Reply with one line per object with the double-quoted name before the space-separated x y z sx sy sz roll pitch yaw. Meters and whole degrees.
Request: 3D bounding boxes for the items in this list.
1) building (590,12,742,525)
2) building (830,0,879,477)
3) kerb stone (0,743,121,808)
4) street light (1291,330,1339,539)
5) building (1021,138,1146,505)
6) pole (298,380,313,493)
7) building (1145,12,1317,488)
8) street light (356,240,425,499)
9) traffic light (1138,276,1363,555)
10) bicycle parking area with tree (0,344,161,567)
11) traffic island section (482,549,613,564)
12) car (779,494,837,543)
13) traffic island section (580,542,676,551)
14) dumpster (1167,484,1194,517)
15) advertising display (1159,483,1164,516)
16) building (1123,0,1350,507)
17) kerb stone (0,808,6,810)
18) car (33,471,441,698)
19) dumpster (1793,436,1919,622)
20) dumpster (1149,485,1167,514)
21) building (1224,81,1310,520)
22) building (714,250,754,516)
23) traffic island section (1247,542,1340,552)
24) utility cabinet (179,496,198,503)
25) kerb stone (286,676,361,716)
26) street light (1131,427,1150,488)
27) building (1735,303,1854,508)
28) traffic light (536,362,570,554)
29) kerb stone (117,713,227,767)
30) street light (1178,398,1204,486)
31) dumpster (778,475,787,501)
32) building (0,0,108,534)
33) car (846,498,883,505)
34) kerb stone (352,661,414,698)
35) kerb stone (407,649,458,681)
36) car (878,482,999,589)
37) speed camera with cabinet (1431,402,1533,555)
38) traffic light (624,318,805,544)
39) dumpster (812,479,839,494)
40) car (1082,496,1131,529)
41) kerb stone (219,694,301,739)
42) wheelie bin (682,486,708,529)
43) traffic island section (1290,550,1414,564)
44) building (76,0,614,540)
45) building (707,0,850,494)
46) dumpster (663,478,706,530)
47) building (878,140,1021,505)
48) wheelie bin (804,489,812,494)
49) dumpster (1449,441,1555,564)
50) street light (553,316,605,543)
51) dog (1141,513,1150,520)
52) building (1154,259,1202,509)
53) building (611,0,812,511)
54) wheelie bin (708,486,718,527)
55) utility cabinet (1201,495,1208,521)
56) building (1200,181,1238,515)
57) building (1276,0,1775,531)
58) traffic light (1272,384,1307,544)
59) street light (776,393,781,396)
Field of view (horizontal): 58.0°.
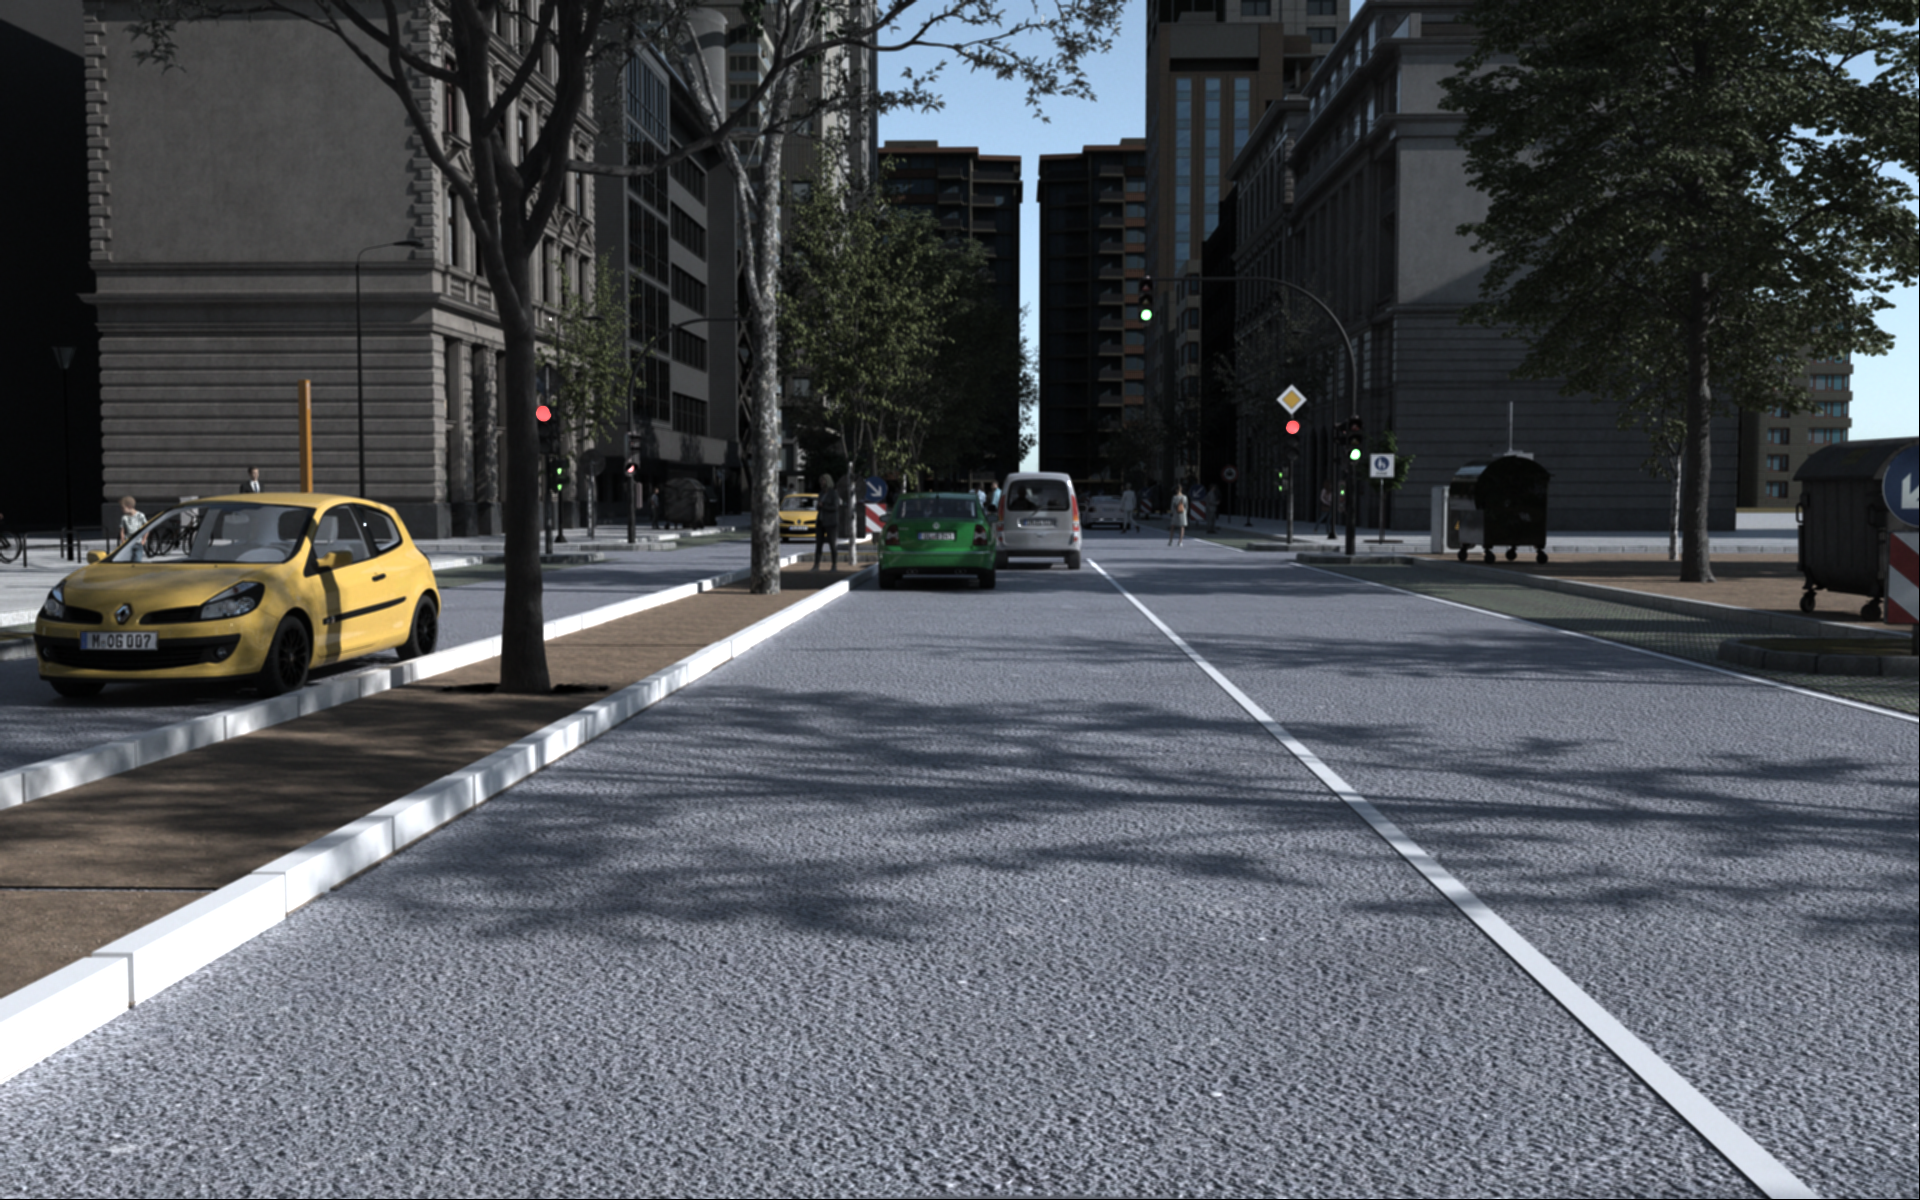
"building" -19.792 -16.095 82.226 14.314 24.678 30.058 0 4 2
"building" -19.559 -45.508 182.307 20.611 71.187 20.563 0 4 2
"kerb stone" -4.357 0.843 8.492 0.120 0.150 1.000 0 4 2
"street light" 10.068 -4.685 49.142 1.470 5.913 1.316 0 4 2
"building" 22.400 -34.330 215.921 28.867 44.769 22.147 0 4 2
"pole" -11.704 -2.273 31.002 0.158 3.312 0.155 0 3 0
"building" 24.972 -31.360 162.838 14.600 45.320 14.200 0 4 2
"street light" -10.469 -3.623 31.783 1.470 5.913 1.316 0 4 2
"traffic light" 6.094 -3.769 36.289 4.771 5.953 1.251 0 4 2
"bicycle parking area with tree" -19.716 -2.846 33.539 8.231 4.147 9.016 1 4 15
"traffic island section" -8.805 -0.902 37.026 2.009 0.180 2.903 0 4 2
"car" -4.626 -2.534 51.662 2.015 1.641 3.980 0 4 0
"traffic island section" -8.549 -1.390 45.007 2.009 0.180 2.903 0 4 2
"dumpster" 12.294 -5.496 95.613 1.264 1.857 1.865 0 4 2
"advertising display" 12.013 -5.997 103.262 0.123 1.923 0.974 1 4 15
"building" 27.984 -45.330 179.398 20.563 71.187 20.611 0 4 2
"kerb stone" -4.387 0.901 7.464 0.120 0.150 1.000 0 4 2
"car" -5.465 -0.196 13.431 2.015 1.641 3.980 0 4 3
"dumpster" 9.655 -0.747 17.969 1.264 1.857 1.865 0 4 2
"dumpster" 12.738 -6.456 111.315 1.264 1.857 1.865 0 4 2
"building" 20.860 -16.156 93.036 11.050 23.489 19.941 0 4 2
"building" -20.367 -14.618 106.463 16.820 18.784 16.811 0 4 2
"traffic island section" 8.484 -1.356 44.457 2.009 0.180 2.903 0 4 2
"utility cabinet" -19.984 -2.063 44.900 0.306 1.237 1.020 -1 4 -15
"kerb stone" -4.264 0.651 11.564 0.120 0.150 1.000 0 4 2
"street light" 12.502 -8.982 119.399 1.470 5.913 1.316 0 4 2
"building" 69.581 -20.267 176.410 28.899 21.520 27.650 0 4 2
"traffic light" -8.765 -2.934 36.890 0.839 4.253 0.868 0 4 2
"kerb stone" -4.331 0.776 9.513 0.120 0.150 1.000 0 4 2
"street light" 11.287 -6.830 84.204 1.470 5.913 1.316 0 4 2
"dumpster" -9.348 -5.077 85.503 1.502 2.255 1.985 0 4 2
"building" -42.590 -15.985 54.861 24.014 27.812 14.314 0 4 2
"car" -4.442 -4.040 74.731 2.281 1.827 5.304 0 4 3
"kerb stone" -4.228 0.587 12.597 0.120 0.150 1.000 0 4 2
"kerb stone" -4.193 0.524 13.621 0.120 0.150 1.000 0 4 2
"car" -0.340 -1.153 27.647 1.959 1.807 4.718 0 4 0
"speed camera with cabinet" 11.132 -2.605 36.920 2.038 3.252 0.660 -1 4 -9
"traffic light" -6.415 -4.292 44.839 4.771 5.953 1.251 0 4 2
"dumpster" -6.891 -5.349 92.414 1.985 2.255 1.502 0 4 4
"car" 6.047 -3.626 71.642 2.083 1.381 4.827 0 4 2
"kerb stone" -4.293 0.717 10.535 0.120 0.150 1.000 0 4 2
"wheelie bin" -10.040 -3.468 64.609 0.693 1.594 0.980 -2 4 -35
"traffic island section" 8.227 -0.868 36.476 2.009 0.180 2.903 0 4 2
"building" -19.152 -13.969 57.277 11.050 23.489 19.941 0 4 2
"building" -24.406 -34.760 157.557 28.713 52.752 27.495 0 4 2
"dumpster" -9.943 -3.465 62.417 1.264 1.857 1.865 0 4 2
"building" -6.622 -34.421 217.412 28.867 44.769 22.147 0 4 2
"wheelie bin" -8.906 -5.806 102.838 0.980 1.594 0.693 1 4 11
"dumpster" 10.144 -1.832 32.453 1.502 2.255 1.985 0 4 2
"street light" -9.942 -4.447 45.250 1.470 5.913 1.316 0 4 2
"dog" 10.074 -4.550 94.593 0.748 0.427 0.550 0 4 4
"building" 30.966 -18.154 141.853 27.650 21.520 28.899 0 4 2
"building" -26.749 -26.933 132.233 32.217 40.220 23.993 0 4 2
"wheelie bin" -10.049 -3.706 68.495 0.693 1.594 0.980 2 4 25
"utility cabinet" 11.581 -4.334 82.015 0.306 1.237 1.020 0 4 5
"building" 22.462 -17.209 111.044 12.332 23.373 15.834 0 4 2
"building" 21.352 -14.017 70.974 13.314 21.916 24.055 0 4 2
"traffic light" 8.444 -3.390 44.344 0.839 4.253 0.868 0 4 2
"street light" -8.916 -6.556 79.729 1.470 5.913 1.316 0 4 2
